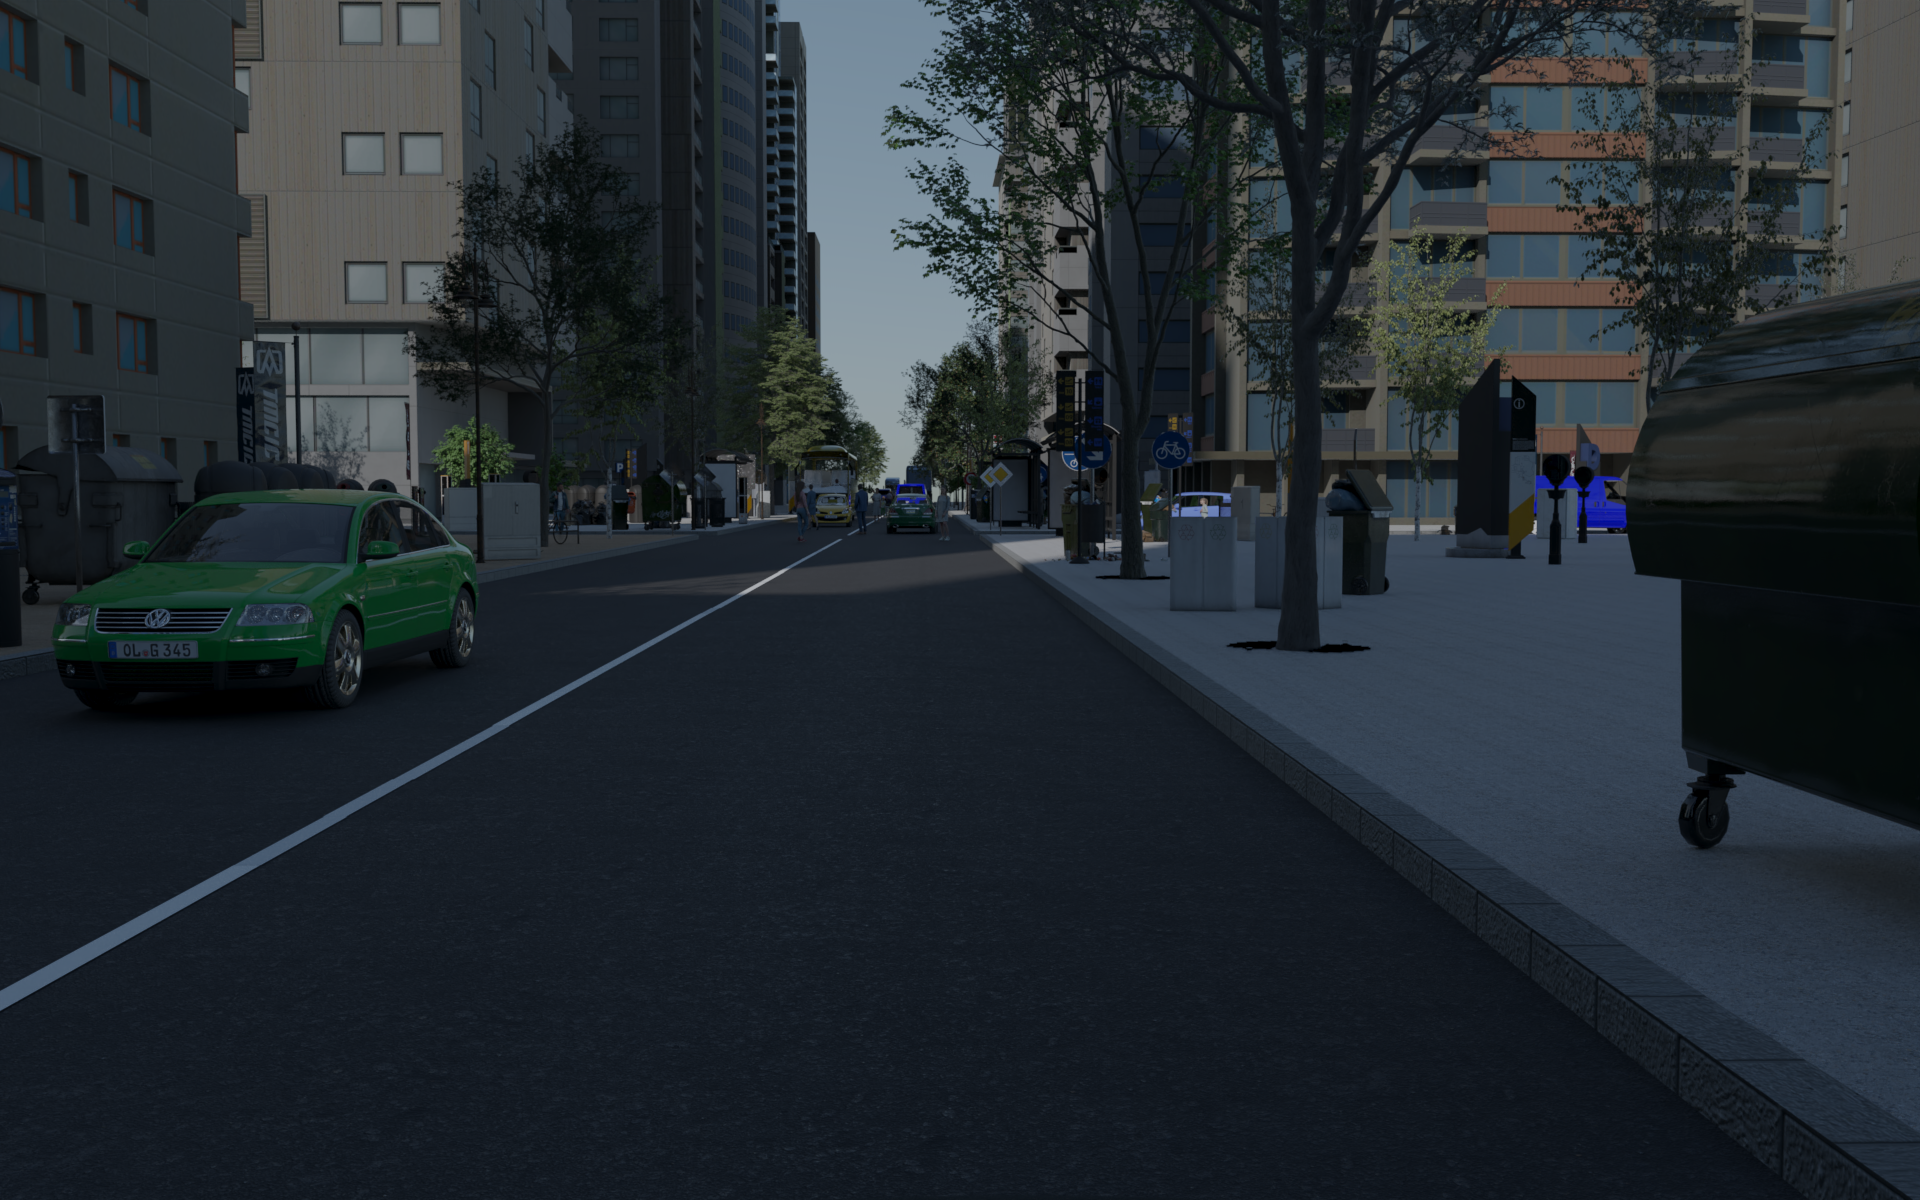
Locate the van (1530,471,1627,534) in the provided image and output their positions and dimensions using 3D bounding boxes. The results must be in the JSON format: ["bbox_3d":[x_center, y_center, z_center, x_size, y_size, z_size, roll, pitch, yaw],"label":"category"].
[{"bbox_3d":[20.548,-3.265,57.761,5.245,2.365,2.240,0,4,-2],"label":"van"}]

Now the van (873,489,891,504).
[{"bbox_3d":[-8.752,-11.799,197.298,2.240,2.365,5.245,0,4,-1],"label":"van"}]

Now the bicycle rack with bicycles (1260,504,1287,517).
[{"bbox_3d":[11.884,-2.971,61.963,2.852,0.926,2.925,0,4,-4],"label":"bicycle rack with bicycles"}]

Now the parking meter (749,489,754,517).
[{"bbox_3d":[-11.897,-5.685,98.657,0.399,1.863,0.255,3,5,42],"label":"parking meter"}]

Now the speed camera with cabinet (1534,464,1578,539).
[{"bbox_3d":[16.739,-3.396,49.862,0.660,3.252,2.038,-3,4,-38],"label":"speed camera with cabinet"}]

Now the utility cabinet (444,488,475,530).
[{"bbox_3d":[-17.463,-3.173,60.563,0.318,1.500,1.173,3,4,37],"label":"utility cabinet"}]

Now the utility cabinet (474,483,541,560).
[{"bbox_3d":[-8.755,-1.527,33.641,1.173,1.500,0.318,-3,5,-40],"label":"utility cabinet"}]

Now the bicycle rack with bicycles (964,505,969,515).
[{"bbox_3d":[1.718,-5.727,107.025,2.925,0.926,2.852,0,4,-4],"label":"bicycle rack with bicycles"}]

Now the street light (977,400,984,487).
[{"bbox_3d":[1.047,-6.740,82.992,0.468,5.910,1.993,0,4,-1],"label":"street light"}]

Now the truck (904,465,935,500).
[{"bbox_3d":[-3.870,-10.203,156.583,2.967,4.110,18.799,0,3,0],"label":"truck"}]

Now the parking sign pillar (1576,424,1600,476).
[{"bbox_3d":[24.173,-4.783,66.675,1.447,3.967,1.447,3,5,43],"label":"parking sign pillar"}]

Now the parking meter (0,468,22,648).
[{"bbox_3d":[-8.114,-0.375,14.548,0.372,1.533,0.369,0,3,0],"label":"parking meter"}]

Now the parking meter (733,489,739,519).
[{"bbox_3d":[-11.586,-4.987,89.946,0.372,1.533,0.369,0,3,0],"label":"parking meter"}]

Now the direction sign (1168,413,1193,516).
[{"bbox_3d":[6.162,-3.454,48.474,0.379,3.537,0.876,-3,5,-44],"label":"direction sign"}]

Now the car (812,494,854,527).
[{"bbox_3d":[-5.622,-4.039,76.267,2.015,1.641,3.980,0,4,-2],"label":"car"}]

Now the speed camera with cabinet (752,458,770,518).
[{"bbox_3d":[-10.854,-6.124,94.458,0.660,3.252,2.038,-1,4,-20],"label":"speed camera with cabinet"}]

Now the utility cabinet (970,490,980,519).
[{"bbox_3d":[0.895,-4.879,88.453,0.318,1.500,1.173,-2,4,-28],"label":"utility cabinet"}]

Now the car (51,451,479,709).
[{"bbox_3d":[-4.971,-0.255,12.961,1.959,1.807,4.718,0,4,0],"label":"car"}]

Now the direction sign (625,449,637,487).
[{"bbox_3d":[-16.396,-5.776,86.440,0.876,3.537,0.379,3,5,42],"label":"direction sign"}]

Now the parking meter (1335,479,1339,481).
[{"bbox_3d":[14.898,-3.800,67.844,0.399,1.863,0.255,3,5,40],"label":"parking meter"}]

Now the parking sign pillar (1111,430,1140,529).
[{"bbox_3d":[5.857,-4.630,64.181,1.447,3.967,1.447,1,4,20],"label":"parking sign pillar"}]

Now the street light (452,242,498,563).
[{"bbox_3d":[-8.914,-3.622,32.006,0.468,5.910,1.993,0,4,-1],"label":"street light"}]

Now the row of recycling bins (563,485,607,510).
[{"bbox_3d":[-17.183,-4.389,78.869,3.534,1.692,1.069,2,4,35],"label":"row of recycling bins"}]

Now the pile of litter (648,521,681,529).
[{"bbox_3d":[-11.223,-3.099,64.638,1.719,0.858,1.176,3,4,36],"label":"pile of litter"}]

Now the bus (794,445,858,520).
[{"bbox_3d":[-6.850,-6.102,91.307,2.896,3.916,12.252,0,4,-1],"label":"bus"}]

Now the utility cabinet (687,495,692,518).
[{"bbox_3d":[-14.091,-4.981,92.607,1.020,1.237,0.306,-1,4,-18],"label":"utility cabinet"}]

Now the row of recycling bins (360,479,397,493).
[{"bbox_3d":[-17.095,-2.446,47.106,3.534,1.692,1.069,0,4,-5],"label":"row of recycling bins"}]

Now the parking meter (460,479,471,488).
[{"bbox_3d":[-18.643,-3.645,65.307,0.399,1.863,0.255,2,4,35],"label":"parking meter"}]

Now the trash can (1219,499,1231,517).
[{"bbox_3d":[15.015,-5.157,95.972,0.748,1.137,0.748,0,3,0],"label":"trash can"}]

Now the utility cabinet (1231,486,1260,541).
[{"bbox_3d":[7.817,-2.378,47.554,0.318,1.500,1.173,-1,4,-18],"label":"utility cabinet"}]

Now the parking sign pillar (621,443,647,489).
[{"bbox_3d":[-17.048,-6.249,90.640,1.447,3.967,1.447,-2,4,-35],"label":"parking sign pillar"}]

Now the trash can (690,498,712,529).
[{"bbox_3d":[-9.662,-3.216,64.227,0.748,1.137,0.748,0,3,0],"label":"trash can"}]

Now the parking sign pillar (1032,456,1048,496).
[{"bbox_3d":[5.300,-7.596,112.663,1.447,3.967,1.447,-3,5,-41],"label":"parking sign pillar"}]

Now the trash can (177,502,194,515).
[{"bbox_3d":[-14.254,-1.263,32.299,0.748,1.137,0.748,0,3,0],"label":"trash can"}]

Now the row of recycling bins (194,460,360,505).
[{"bbox_3d":[-9.000,-0.955,22.734,1.069,1.692,3.534,0,4,-2],"label":"row of recycling bins"}]

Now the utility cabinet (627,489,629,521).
[{"bbox_3d":[-16.149,-4.444,81.338,1.173,1.500,0.318,-1,4,-22],"label":"utility cabinet"}]

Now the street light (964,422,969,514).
[{"bbox_3d":[0.466,-8.350,109.307,0.468,5.910,1.993,0,4,-1],"label":"street light"}]

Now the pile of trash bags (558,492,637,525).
[{"bbox_3d":[-15.022,-3.809,72.036,3.447,1.369,1.912,-3,5,-40],"label":"pile of trash bags"}]

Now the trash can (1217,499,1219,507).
[{"bbox_3d":[15.516,-5.884,107.850,0.748,1.137,0.748,0,3,0],"label":"trash can"}]

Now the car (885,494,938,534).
[{"bbox_3d":[-1.743,-3.196,64.045,2.131,1.459,4.920,0,4,0],"label":"car"}]

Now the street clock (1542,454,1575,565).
[{"bbox_3d":[10.836,-1.646,31.487,0.471,2.002,0.358,2,4,33],"label":"street clock"}]

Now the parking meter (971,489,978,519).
[{"bbox_3d":[0.720,-4.837,87.499,0.372,1.533,0.369,0,3,0],"label":"parking meter"}]

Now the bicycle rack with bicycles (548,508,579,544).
[{"bbox_3d":[-11.048,-1.859,43.777,2.852,0.926,2.925,1,4,14],"label":"bicycle rack with bicycles"}]

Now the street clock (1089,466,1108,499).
[{"bbox_3d":[3.597,-2.473,45.006,0.471,2.002,0.358,-1,4,-12],"label":"street clock"}]

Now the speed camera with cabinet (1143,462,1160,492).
[{"bbox_3d":[7.423,-4.445,67.011,0.660,3.252,2.038,0,4,8],"label":"speed camera with cabinet"}]

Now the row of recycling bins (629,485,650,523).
[{"bbox_3d":[-14.399,-4.342,78.096,1.069,1.692,3.534,0,4,-7],"label":"row of recycling bins"}]

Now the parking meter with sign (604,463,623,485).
[{"bbox_3d":[-19.608,-6.177,97.261,1.738,3.016,0.543,3,5,42],"label":"parking meter with sign"}]

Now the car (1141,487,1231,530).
[{"bbox_3d":[7.672,-2.993,58.530,3.694,1.707,1.945,0,4,-2],"label":"car"}]

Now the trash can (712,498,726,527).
[{"bbox_3d":[-9.413,-3.392,67.108,0.748,1.137,0.748,0,3,0],"label":"trash can"}]

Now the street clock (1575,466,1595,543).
[{"bbox_3d":[16.253,-2.482,45.147,0.471,2.002,0.358,2,4,35],"label":"street clock"}]

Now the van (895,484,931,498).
[{"bbox_3d":[-2.924,-6.246,106.502,2.240,2.365,5.245,0,4,0],"label":"van"}]

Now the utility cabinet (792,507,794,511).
[{"bbox_3d":[-12.131,-7.350,128.858,0.318,1.500,1.173,1,4,23],"label":"utility cabinet"}]

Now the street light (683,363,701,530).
[{"bbox_3d":[-9.482,-5.420,61.398,0.468,5.910,1.993,0,4,-1],"label":"street light"}]

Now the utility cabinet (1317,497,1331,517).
[{"bbox_3d":[22.705,-5.974,108.839,1.020,1.237,0.306,0,4,5],"label":"utility cabinet"}]

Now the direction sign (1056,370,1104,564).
[{"bbox_3d":[2.201,-2.437,31.837,0.876,3.537,0.379,0,4,-3],"label":"direction sign"}]

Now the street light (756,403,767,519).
[{"bbox_3d":[-10.024,-7.026,87.667,0.468,5.910,1.993,0,4,-1],"label":"street light"}]

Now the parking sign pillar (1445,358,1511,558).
[{"bbox_3d":[10.634,-2.856,35.172,1.447,3.967,1.447,-1,4,-15],"label":"parking sign pillar"}]

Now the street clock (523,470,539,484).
[{"bbox_3d":[-13.144,-2.967,53.087,0.358,2.002,0.471,2,4,29],"label":"street clock"}]

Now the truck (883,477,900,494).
[{"bbox_3d":[-10.794,-18.114,285.929,2.967,4.110,18.799,0,4,0],"label":"truck"}]
